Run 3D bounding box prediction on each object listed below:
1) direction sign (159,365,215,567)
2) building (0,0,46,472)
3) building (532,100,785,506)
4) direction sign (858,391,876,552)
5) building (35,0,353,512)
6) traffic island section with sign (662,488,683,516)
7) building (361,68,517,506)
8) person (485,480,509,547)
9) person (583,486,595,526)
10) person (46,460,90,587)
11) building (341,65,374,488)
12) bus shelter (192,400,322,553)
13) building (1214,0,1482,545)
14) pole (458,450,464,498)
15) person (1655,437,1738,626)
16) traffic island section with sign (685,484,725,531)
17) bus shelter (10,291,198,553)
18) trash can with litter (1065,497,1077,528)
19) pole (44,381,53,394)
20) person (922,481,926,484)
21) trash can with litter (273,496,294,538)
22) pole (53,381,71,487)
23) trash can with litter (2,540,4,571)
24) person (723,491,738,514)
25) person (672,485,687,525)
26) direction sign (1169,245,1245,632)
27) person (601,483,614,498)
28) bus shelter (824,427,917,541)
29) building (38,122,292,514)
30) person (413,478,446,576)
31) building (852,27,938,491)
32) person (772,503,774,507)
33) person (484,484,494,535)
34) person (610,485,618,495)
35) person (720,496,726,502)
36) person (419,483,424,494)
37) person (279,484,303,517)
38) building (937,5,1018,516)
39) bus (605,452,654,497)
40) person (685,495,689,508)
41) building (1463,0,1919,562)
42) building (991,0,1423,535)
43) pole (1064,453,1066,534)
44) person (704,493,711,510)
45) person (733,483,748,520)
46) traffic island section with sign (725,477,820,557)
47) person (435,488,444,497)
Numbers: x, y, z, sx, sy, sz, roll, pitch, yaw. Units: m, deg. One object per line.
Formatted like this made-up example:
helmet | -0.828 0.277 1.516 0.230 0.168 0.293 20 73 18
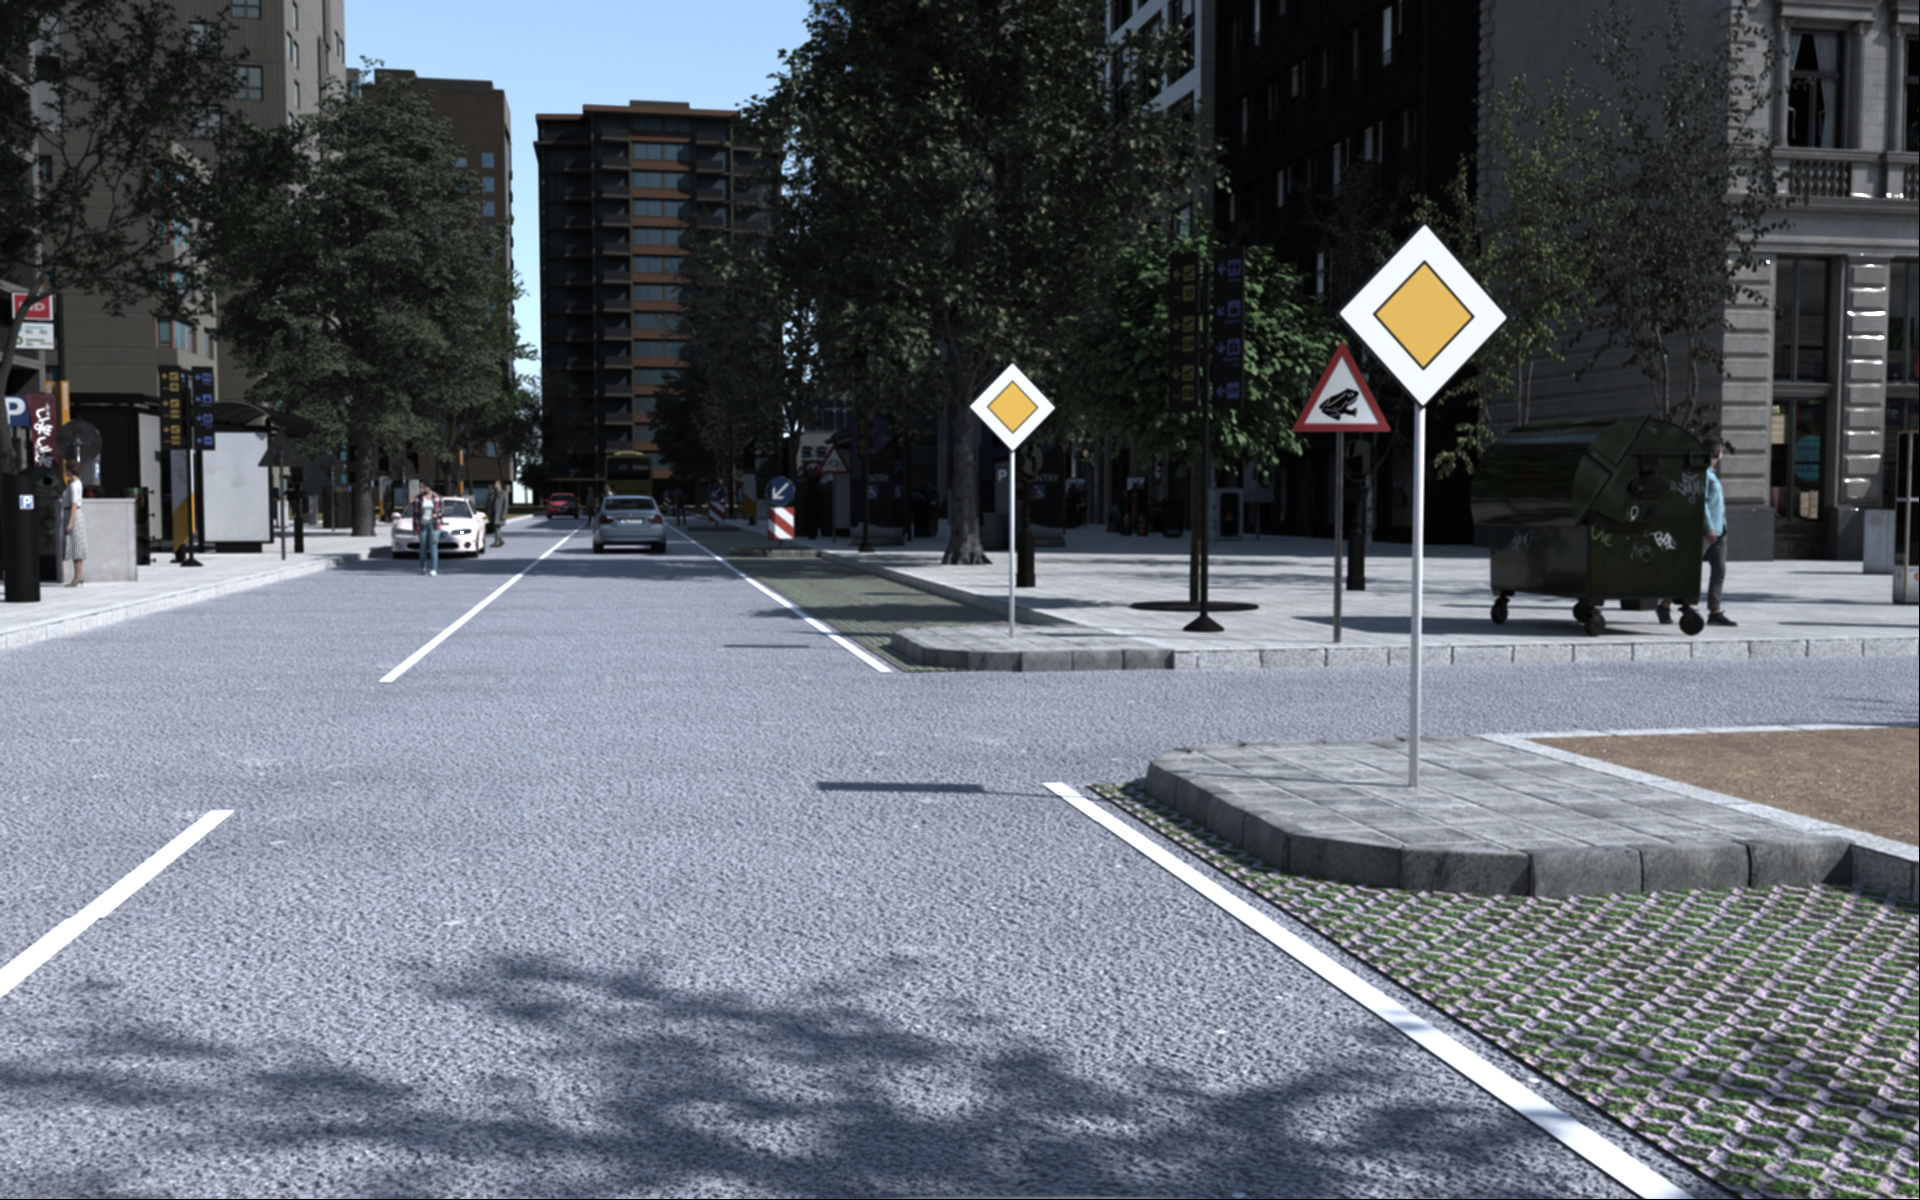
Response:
direction sign | -13.660 -2.366 30.682 0.876 3.537 0.379 -2 4 -34
building | -43.887 -38.155 62.090 20.563 71.187 20.611 -1 4 -11
building | -34.509 -33.106 195.905 28.867 44.769 22.147 -1 4 -11
direction sign | -2.058 -2.826 38.199 0.379 3.537 0.876 -2 4 -28
building | -60.754 -32.931 127.658 27.495 52.752 28.713 -1 4 -11
traffic island section with sign | -18.957 -6.525 115.305 1.989 1.847 2.006 -1 4 -11
building | -55.769 -32.834 186.940 14.200 45.320 14.600 -1 4 -11
person | -12.498 -2.331 46.709 0.694 1.812 0.767 2 4 29
person | -16.262 -4.135 76.283 0.728 1.800 0.709 1 4 9
person | -12.355 -1.061 23.965 0.524 1.755 0.480 -2 4 -23
building | -78.588 -34.715 187.202 30.456 49.044 23.786 -1 4 -11
bus shelter | -16.218 -2.816 39.970 2.014 3.302 5.546 -1 4 -11
building | 16.129 -13.594 51.932 12.332 23.373 15.834 -1 4 -11
pole | -23.141 -5.290 80.335 0.158 3.312 0.155 0 3 0
person | 7.252 -0.677 16.969 0.638 1.841 0.748 -3 5 -43
traffic island section with sign | -9.599 -3.585 67.241 1.989 1.847 2.006 -1 4 -11
bus shelter | -18.217 -3.646 37.240 2.179 5.291 8.768 -1 4 -11
trash can with litter | 4.004 -3.265 64.776 0.624 1.170 1.055 -1 4 -9
pole | -16.416 -2.293 31.329 0.158 3.312 0.155 0 3 0
person | -1.544 -4.073 72.739 0.694 1.812 0.767 -1 4 -9
trash can with litter | -20.653 -2.432 50.819 2.233 1.210 1.678 -1 4 -17
pole | -16.167 -2.290 31.288 0.158 3.312 0.155 0 3 0
trash can with litter | -16.064 -1.049 28.542 1.055 1.170 0.624 -3 5 -39
person | -15.067 -6.568 114.156 1.217 1.743 0.721 -1 4 -12
person | -12.794 -4.314 79.001 0.622 1.834 0.822 -1 4 -19
direction sign | 2.291 -1.479 16.173 0.379 3.537 0.876 -3 5 -42
person | -12.185 -3.157 60.300 0.592 1.802 0.473 -2 4 -34
bus shelter | -2.531 -3.375 49.111 2.014 3.302 5.546 -1 4 -11
building | -54.597 -15.352 96.038 27.650 21.520 28.899 -1 4 -11
person | -9.356 -1.297 30.544 0.563 1.720 0.643 0 4 -7
building | -2.422 -28.347 147.060 14.154 41.232 14.086 -1 4 -11
person | -12.176 -6.248 111.387 0.628 1.438 0.799 0 4 2
person | -16.750 -3.225 61.498 0.520 1.790 0.573 3 5 42
person | -13.591 -3.628 68.093 0.850 1.792 0.678 -3 5 -41
person | -19.581 -8.268 141.940 1.217 1.735 0.721 3 5 41
person | -23.031 -4.146 74.230 0.834 1.777 0.661 -1 4 -19
person | -37.359 -5.565 96.668 1.348 1.869 0.705 -2 4 -29
building | 9.099 -34.915 112.860 21.231 58.520 28.212 -1 4 -11
bus | -19.037 -6.611 99.643 2.896 3.916 12.252 -1 4 -11
person | -24.915 -9.043 157.136 0.697 1.427 0.421 -2 4 -25
building | 22.497 -12.825 38.560 19.941 23.489 11.050 -1 4 -11
building | 14.286 -16.659 76.894 19.350 26.468 34.151 -1 4 -11
pole | 3.259 -3.742 55.019 0.158 3.312 0.155 0 3 0
person | -20.143 -8.127 139.021 0.705 1.812 1.348 1 4 20
person | -10.905 -4.908 86.156 0.748 1.841 0.638 1 4 21
traffic island section with sign | -4.339 -1.931 40.202 1.989 1.847 2.006 -1 4 -11
person | -38.273 -7.320 126.548 1.217 1.723 0.721 -1 4 -8
